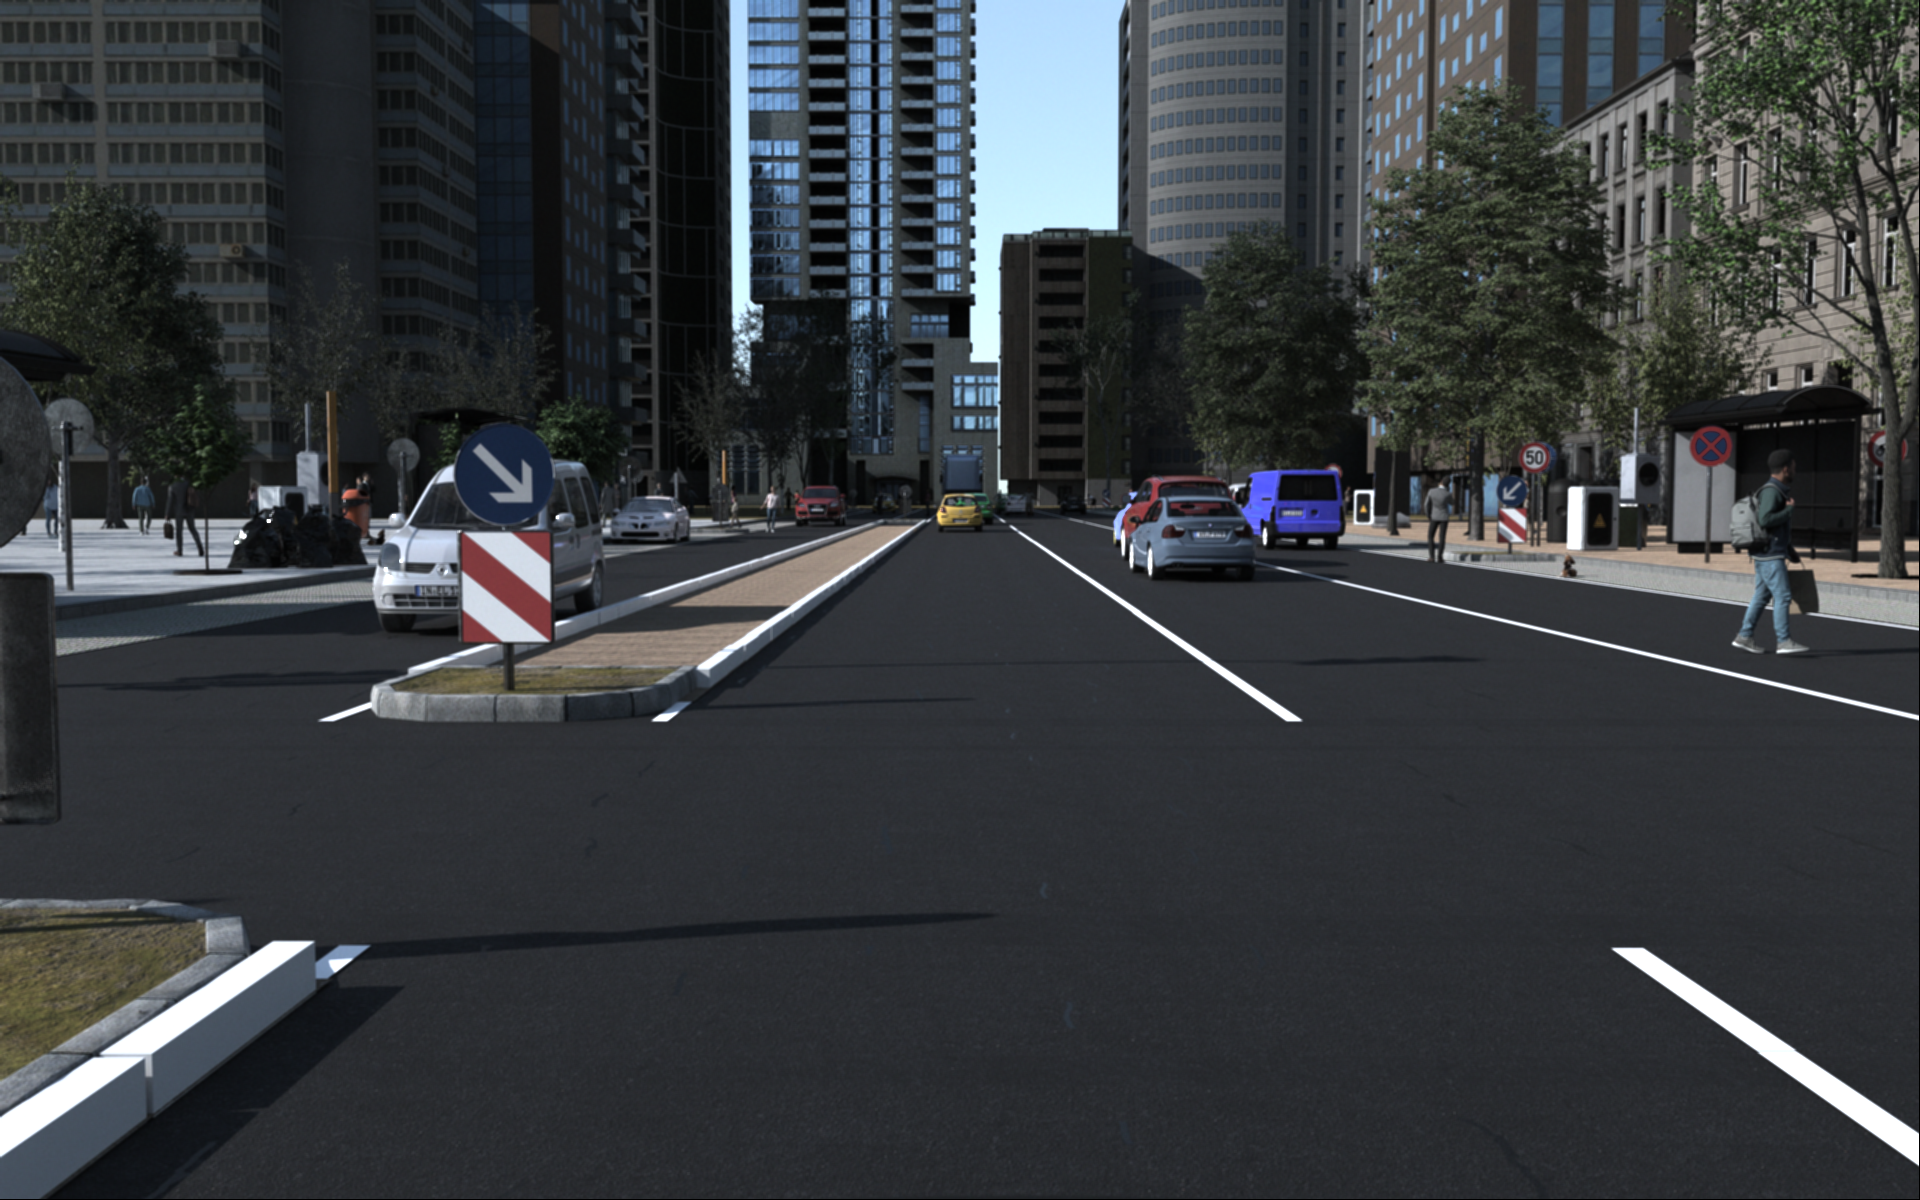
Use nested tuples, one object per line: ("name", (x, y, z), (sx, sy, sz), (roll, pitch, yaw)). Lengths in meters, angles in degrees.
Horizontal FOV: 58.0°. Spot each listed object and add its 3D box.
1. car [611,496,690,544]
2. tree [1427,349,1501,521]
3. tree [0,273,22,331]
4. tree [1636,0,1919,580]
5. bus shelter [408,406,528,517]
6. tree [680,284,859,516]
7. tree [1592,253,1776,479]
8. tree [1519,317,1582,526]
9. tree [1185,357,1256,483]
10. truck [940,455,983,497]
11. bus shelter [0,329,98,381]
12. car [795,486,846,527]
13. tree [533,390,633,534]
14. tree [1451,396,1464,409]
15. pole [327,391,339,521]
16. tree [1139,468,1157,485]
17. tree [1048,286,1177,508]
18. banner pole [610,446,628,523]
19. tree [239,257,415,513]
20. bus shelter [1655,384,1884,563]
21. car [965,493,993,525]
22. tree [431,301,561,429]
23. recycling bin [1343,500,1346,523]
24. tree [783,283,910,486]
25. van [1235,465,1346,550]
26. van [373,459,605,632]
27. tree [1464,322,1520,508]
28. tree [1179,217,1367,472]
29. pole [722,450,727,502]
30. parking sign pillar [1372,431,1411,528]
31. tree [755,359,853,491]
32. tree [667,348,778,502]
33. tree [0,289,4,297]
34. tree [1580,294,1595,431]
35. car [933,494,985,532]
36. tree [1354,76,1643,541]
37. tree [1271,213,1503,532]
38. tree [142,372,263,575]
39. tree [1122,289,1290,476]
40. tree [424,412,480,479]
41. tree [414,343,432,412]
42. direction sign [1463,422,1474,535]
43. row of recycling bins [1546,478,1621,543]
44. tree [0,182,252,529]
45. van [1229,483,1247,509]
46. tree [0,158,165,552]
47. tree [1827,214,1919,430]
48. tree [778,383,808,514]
("car", (-9.071, -2.364, 51.012), (2.083, 1.381, 4.827), (0, 4, -2))
("tree", (24.147, -8.116, 83.060), (4.360, 8.622, 3.978), (0, 3, 0))
("tree", (-20.834, -5.097, 33.702), (4.360, 8.622, 3.978), (0, 3, 0))
("tree", (14.328, -6.141, 26.166), (9.928, 11.665, 9.643), (0, 3, 0))
("bus shelter", (-13.954, -3.560, 49.482), (1.731, 3.624, 6.357), (0, 4, 0))
("tree", (-10.971, -11.639, 100.673), (12.009, 13.543, 11.850), (0, 3, 0))
("tree", (21.865, -6.214, 51.964), (4.737, 8.622, 4.395), (0, 3, 0))
("tree", (23.423, -6.842, 62.233), (4.737, 8.622, 4.395), (0, 3, 0))
("tree", (13.921, -8.624, 91.368), (4.737, 8.622, 4.395), (0, 3, 0))
("truck", (0.323, -7.508, 112.511), (2.967, 4.110, 18.799), (0, 4, -2))
("bus shelter", (-11.797, -1.531, 18.959), (2.014, 3.302, 5.546), (0, 4, 0))
("car", (-6.247, -4.243, 78.040), (2.281, 1.827, 5.304), (0, 4, -1))
("tree", (-12.058, -4.352, 54.865), (4.285, 4.588, 4.351), (0, 3, 0))
("tree", (23.541, -7.622, 74.977), (4.737, 8.622, 4.395), (0, 3, 0))
("pole", (-12.449, -2.481, 34.406), (0.158, 3.312, 0.155), (0, 3, 0))
("tree", (14.204, -8.252, 129.515), (1.663, 3.219, 1.824), (0, 3, 0))
("tree", (14.062, -18.569, 159.494), (12.611, 20.169, 13.585), (0, 3, 0))
("banner pole", (-15.246, -5.354, 77.551), (0.863, 3.779, 0.401), (0, 4, 3))
("tree", (-19.459, -6.279, 53.028), (4.360, 8.622, 3.978), (0, 3, 0))
("bus shelter", (16.025, -2.497, 34.748), (2.014, 3.302, 5.546), (0, 4, 0))
("car", (0.605, -4.472, 81.906), (1.959, 1.807, 4.718), (0, 4, -2))
("tree", (-16.950, -7.018, 65.114), (4.360, 8.622, 3.978), (0, 3, 0))
("recycling bin", (15.971, -3.727, 73.488), (0.722, 1.027, 0.722), (1, 4, 19))
("tree", (-10.839, -18.206, 153.558), (12.611, 20.169, 13.585), (0, 3, 0))
("van", (8.758, -2.568, 46.364), (2.240, 2.365, 5.245), (0, 4, -1))
("van", (-5.146, -0.751, 19.284), (2.013, 2.044, 4.112), (0, 4, 1))
("tree", (23.123, -7.280, 69.394), (4.737, 8.622, 4.395), (0, 3, 0))
("tree", (14.519, -10.588, 79.771), (9.857, 13.997, 8.962), (0, 3, 0))
("pole", (-10.978, -5.324, 80.893), (0.158, 3.312, 0.155), (0, 3, 0))
("parking sign pillar", (16.252, -4.688, 65.122), (1.447, 3.967, 1.447), (0, 4, 7))
("tree", (-11.981, -12.659, 132.730), (9.928, 11.665, 9.643), (0, 3, 0))
("tree", (-12.252, -8.338, 86.693), (4.360, 8.622, 3.978), (0, 3, 0))
("tree", (-26.962, -7.074, 41.418), (9.928, 11.665, 9.643), (0, 3, 0))
("tree", (23.608, -6.505, 56.718), (4.737, 8.622, 4.395), (0, 3, 0))
("car", (-0.027, -3.456, 66.731), (2.015, 1.641, 3.980), (0, 4, -1))
("tree", (14.750, -7.922, 47.654), (7.486, 12.596, 7.792), (0, 3, 0))
("tree", (14.603, -7.592, 58.548), (8.767, 10.594, 7.601), (1, 4, 18))
("tree", (-12.233, -2.026, 27.729), (1.663, 3.219, 1.824), (0, 3, 0))
("tree", (14.614, -11.689, 101.481), (12.009, 13.543, 11.850), (0, 3, 0))
("tree", (-11.864, -2.823, 40.758), (1.663, 3.219, 1.824), (0, 3, 0))
("tree", (-20.705, -7.474, 72.569), (4.360, 8.622, 3.978), (0, 3, 0))
("direction sign", (15.844, -3.778, 53.766), (0.379, 3.537, 0.876), (0, 4, -4))
("row of recycling bins", (17.073, -2.424, 46.752), (3.534, 1.692, 1.069), (-3, 5, -40))
("tree", (-31.315, -8.993, 64.051), (9.611, 12.733, 9.660), (0, 3, 0))
("van", (11.402, -3.831, 69.648), (2.013, 2.044, 4.112), (0, 4, 0))
("tree", (-20.053, -5.400, 38.648), (4.737, 8.622, 4.395), (0, 3, 0))
("tree", (24.582, -5.718, 43.850), (4.737, 8.622, 4.395), (0, 3, 0))
("tree", (-11.507, -9.749, 109.757), (4.360, 8.622, 3.978), (0, 3, 0))
